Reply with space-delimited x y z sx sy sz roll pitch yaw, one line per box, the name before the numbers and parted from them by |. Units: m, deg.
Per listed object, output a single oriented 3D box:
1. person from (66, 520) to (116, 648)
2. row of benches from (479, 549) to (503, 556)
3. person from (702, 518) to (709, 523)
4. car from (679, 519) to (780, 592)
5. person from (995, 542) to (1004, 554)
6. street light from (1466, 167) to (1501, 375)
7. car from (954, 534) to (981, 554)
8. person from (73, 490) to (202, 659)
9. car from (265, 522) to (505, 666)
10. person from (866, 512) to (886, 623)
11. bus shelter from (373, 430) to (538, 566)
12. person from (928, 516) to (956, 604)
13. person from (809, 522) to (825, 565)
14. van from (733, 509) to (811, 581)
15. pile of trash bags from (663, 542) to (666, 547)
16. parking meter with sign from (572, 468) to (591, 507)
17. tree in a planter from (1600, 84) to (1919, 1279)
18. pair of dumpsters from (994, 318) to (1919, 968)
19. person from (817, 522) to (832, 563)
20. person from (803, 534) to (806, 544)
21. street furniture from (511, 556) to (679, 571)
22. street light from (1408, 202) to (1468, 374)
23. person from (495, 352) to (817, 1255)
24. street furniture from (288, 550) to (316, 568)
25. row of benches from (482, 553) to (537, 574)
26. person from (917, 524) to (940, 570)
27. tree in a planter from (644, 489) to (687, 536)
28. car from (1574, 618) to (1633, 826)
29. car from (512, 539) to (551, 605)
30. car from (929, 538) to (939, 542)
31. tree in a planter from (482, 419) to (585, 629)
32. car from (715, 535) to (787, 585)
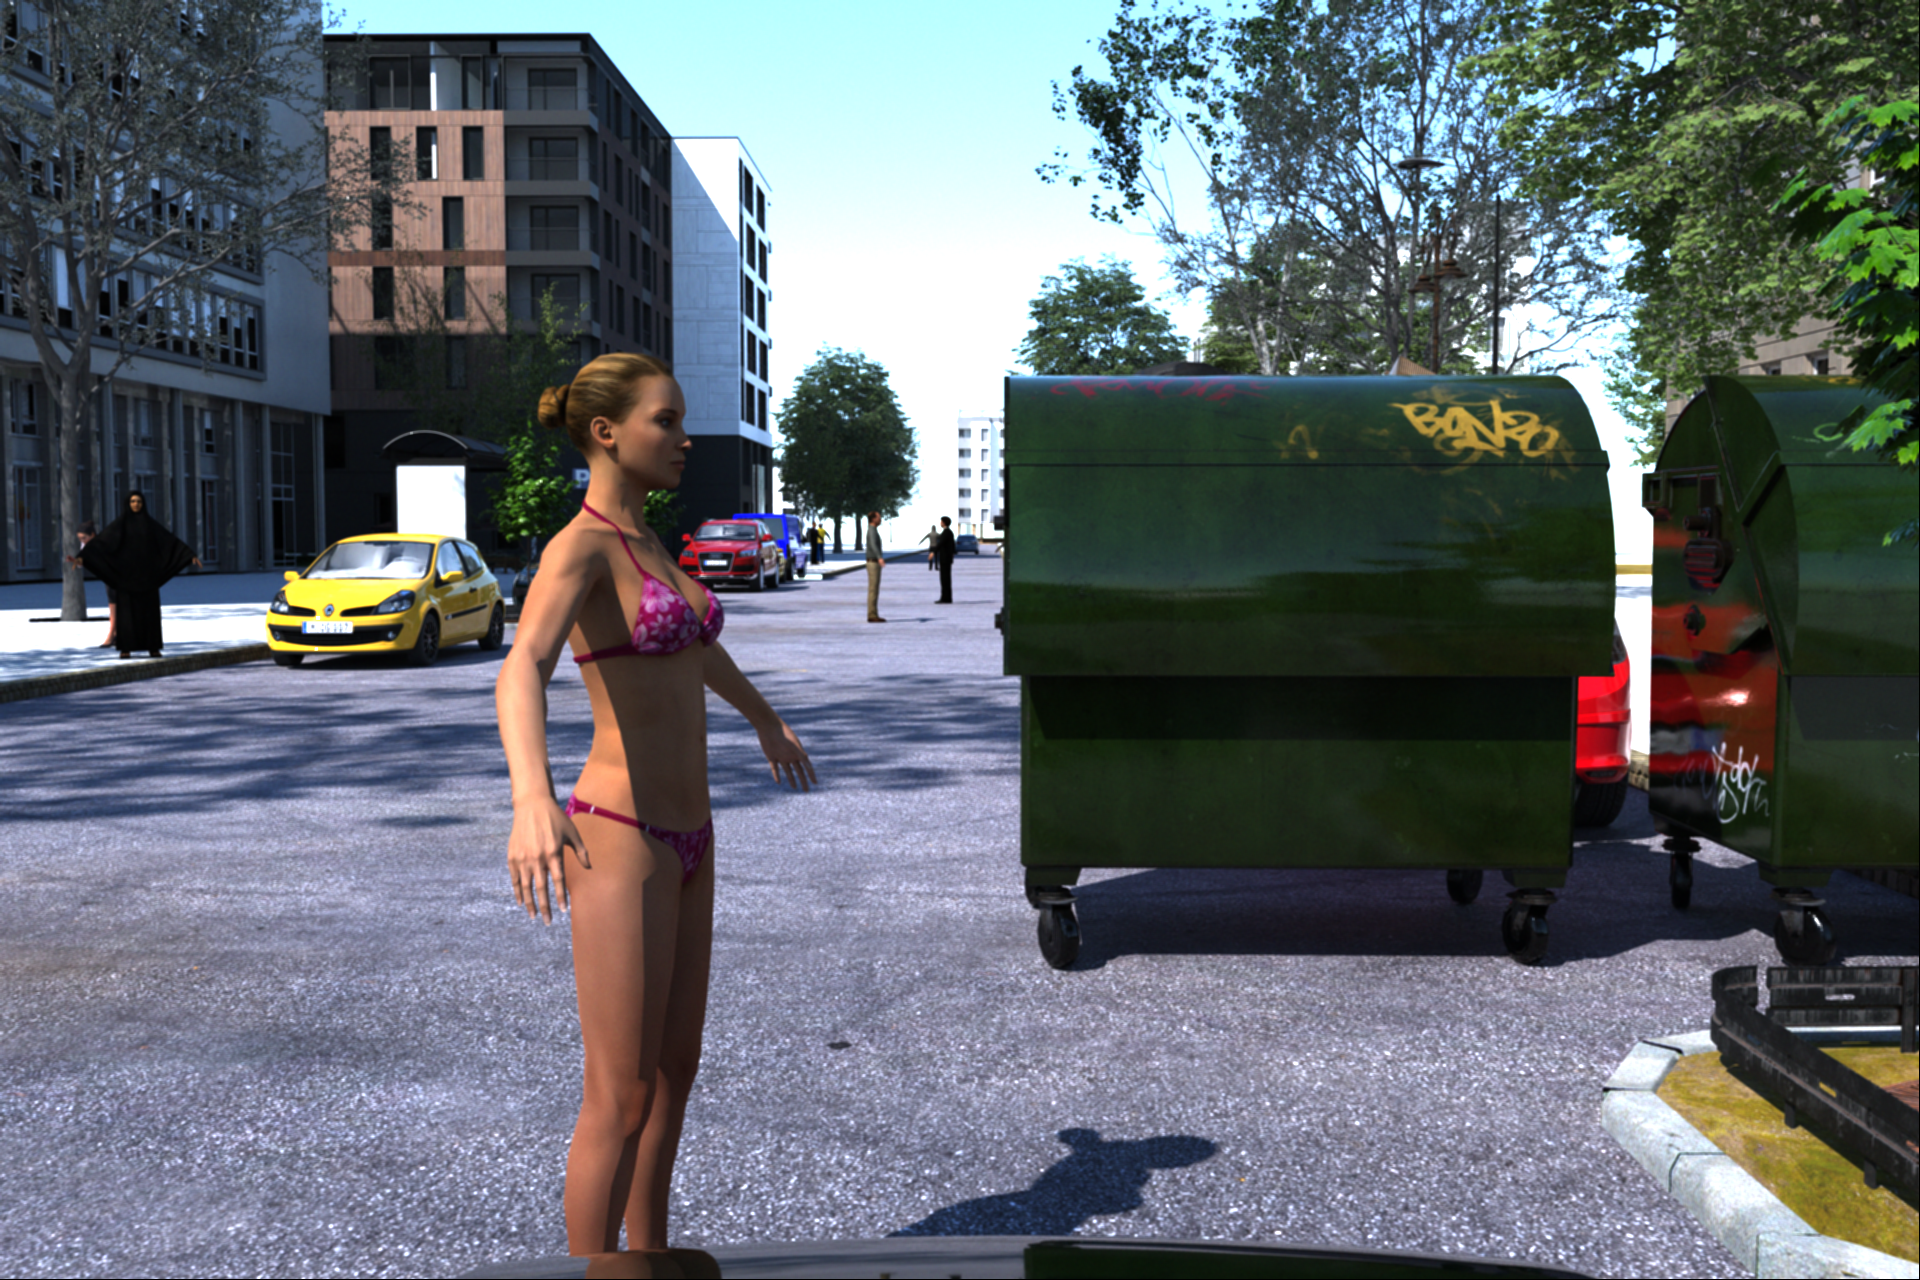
person | -9.712 -0.633 19.585 0.628 1.438 0.799 -1 4 -21
row of benches | -20.354 -3.294 69.322 4.104 0.672 1.422 -2 4 -28
person | -8.882 -3.361 60.739 0.705 1.856 1.354 0 4 -4
car | -5.845 -2.179 44.294 2.281 1.827 5.304 0 4 1
person | 1.607 -2.418 48.121 1.348 1.813 0.705 -2 4 -29
street light | 7.191 -2.996 21.533 1.470 5.913 1.316 0 4 1
car | 0.457 -6.794 123.092 2.014 1.417 4.499 0 4 0
person | -8.480 -0.678 17.871 1.214 1.737 0.721 -2 4 -32
car | -6.564 -0.598 20.009 2.015 1.641 3.980 0 4 1
person | -1.370 -1.190 28.184 0.705 1.796 1.348 0 4 -6
bus shelter | -10.365 -2.600 36.438 2.014 3.302 5.546 0 4 1
person | -0.324 -1.659 35.770 0.705 1.806 1.347 1 4 19
person | -6.076 -4.050 72.448 0.704 1.802 1.346 2 4 27
van | -6.004 -3.078 54.716 2.240 2.365 5.245 0 4 1
pile of trash bags | -9.892 -2.628 52.713 1.912 1.369 3.447 0 4 1
parking meter with sign | -9.977 -3.089 46.771 0.543 3.016 1.738 0 4 1
tree in a planter | 2.535 -0.396 3.692 1.991 3.239 1.994 0 4 1
pair of dumpsters | 2.338 -0.073 6.147 4.436 2.255 1.574 0 4 1
person | -6.214 -4.332 76.792 1.349 1.833 0.705 -3 4 -39
person | -6.444 -3.713 67.436 0.721 1.740 1.216 3 5 44
street furniture | -12.859 -2.908 63.170 5.734 0.657 10.072 0 4 3
street light | 6.732 -3.167 24.561 0.468 5.910 1.993 0 4 1
person | -0.471 0.388 2.916 0.721 1.733 1.217 1 4 11
street furniture | -29.071 -3.160 67.288 10.072 0.657 5.734 -1 4 -15
row of benches | -15.082 -2.534 56.902 4.104 0.672 1.422 2 4 24
person | -1.029 -3.650 68.260 1.348 1.813 0.705 1 4 8
tree in a planter | -6.581 -2.333 35.371 1.991 3.239 1.994 0 4 1
car | 2.348 -0.058 9.992 2.155 1.783 4.494 0 4 1
car | -6.594 -1.265 30.464 2.009 1.686 4.222 0 4 1
car | -1.411 -7.637 134.651 2.009 1.686 4.222 0 4 1
tree in a planter | -6.722 -1.817 26.935 1.991 3.239 1.994 0 4 2
car | -6.011 -2.415 49.715 2.015 1.641 3.980 0 4 1
